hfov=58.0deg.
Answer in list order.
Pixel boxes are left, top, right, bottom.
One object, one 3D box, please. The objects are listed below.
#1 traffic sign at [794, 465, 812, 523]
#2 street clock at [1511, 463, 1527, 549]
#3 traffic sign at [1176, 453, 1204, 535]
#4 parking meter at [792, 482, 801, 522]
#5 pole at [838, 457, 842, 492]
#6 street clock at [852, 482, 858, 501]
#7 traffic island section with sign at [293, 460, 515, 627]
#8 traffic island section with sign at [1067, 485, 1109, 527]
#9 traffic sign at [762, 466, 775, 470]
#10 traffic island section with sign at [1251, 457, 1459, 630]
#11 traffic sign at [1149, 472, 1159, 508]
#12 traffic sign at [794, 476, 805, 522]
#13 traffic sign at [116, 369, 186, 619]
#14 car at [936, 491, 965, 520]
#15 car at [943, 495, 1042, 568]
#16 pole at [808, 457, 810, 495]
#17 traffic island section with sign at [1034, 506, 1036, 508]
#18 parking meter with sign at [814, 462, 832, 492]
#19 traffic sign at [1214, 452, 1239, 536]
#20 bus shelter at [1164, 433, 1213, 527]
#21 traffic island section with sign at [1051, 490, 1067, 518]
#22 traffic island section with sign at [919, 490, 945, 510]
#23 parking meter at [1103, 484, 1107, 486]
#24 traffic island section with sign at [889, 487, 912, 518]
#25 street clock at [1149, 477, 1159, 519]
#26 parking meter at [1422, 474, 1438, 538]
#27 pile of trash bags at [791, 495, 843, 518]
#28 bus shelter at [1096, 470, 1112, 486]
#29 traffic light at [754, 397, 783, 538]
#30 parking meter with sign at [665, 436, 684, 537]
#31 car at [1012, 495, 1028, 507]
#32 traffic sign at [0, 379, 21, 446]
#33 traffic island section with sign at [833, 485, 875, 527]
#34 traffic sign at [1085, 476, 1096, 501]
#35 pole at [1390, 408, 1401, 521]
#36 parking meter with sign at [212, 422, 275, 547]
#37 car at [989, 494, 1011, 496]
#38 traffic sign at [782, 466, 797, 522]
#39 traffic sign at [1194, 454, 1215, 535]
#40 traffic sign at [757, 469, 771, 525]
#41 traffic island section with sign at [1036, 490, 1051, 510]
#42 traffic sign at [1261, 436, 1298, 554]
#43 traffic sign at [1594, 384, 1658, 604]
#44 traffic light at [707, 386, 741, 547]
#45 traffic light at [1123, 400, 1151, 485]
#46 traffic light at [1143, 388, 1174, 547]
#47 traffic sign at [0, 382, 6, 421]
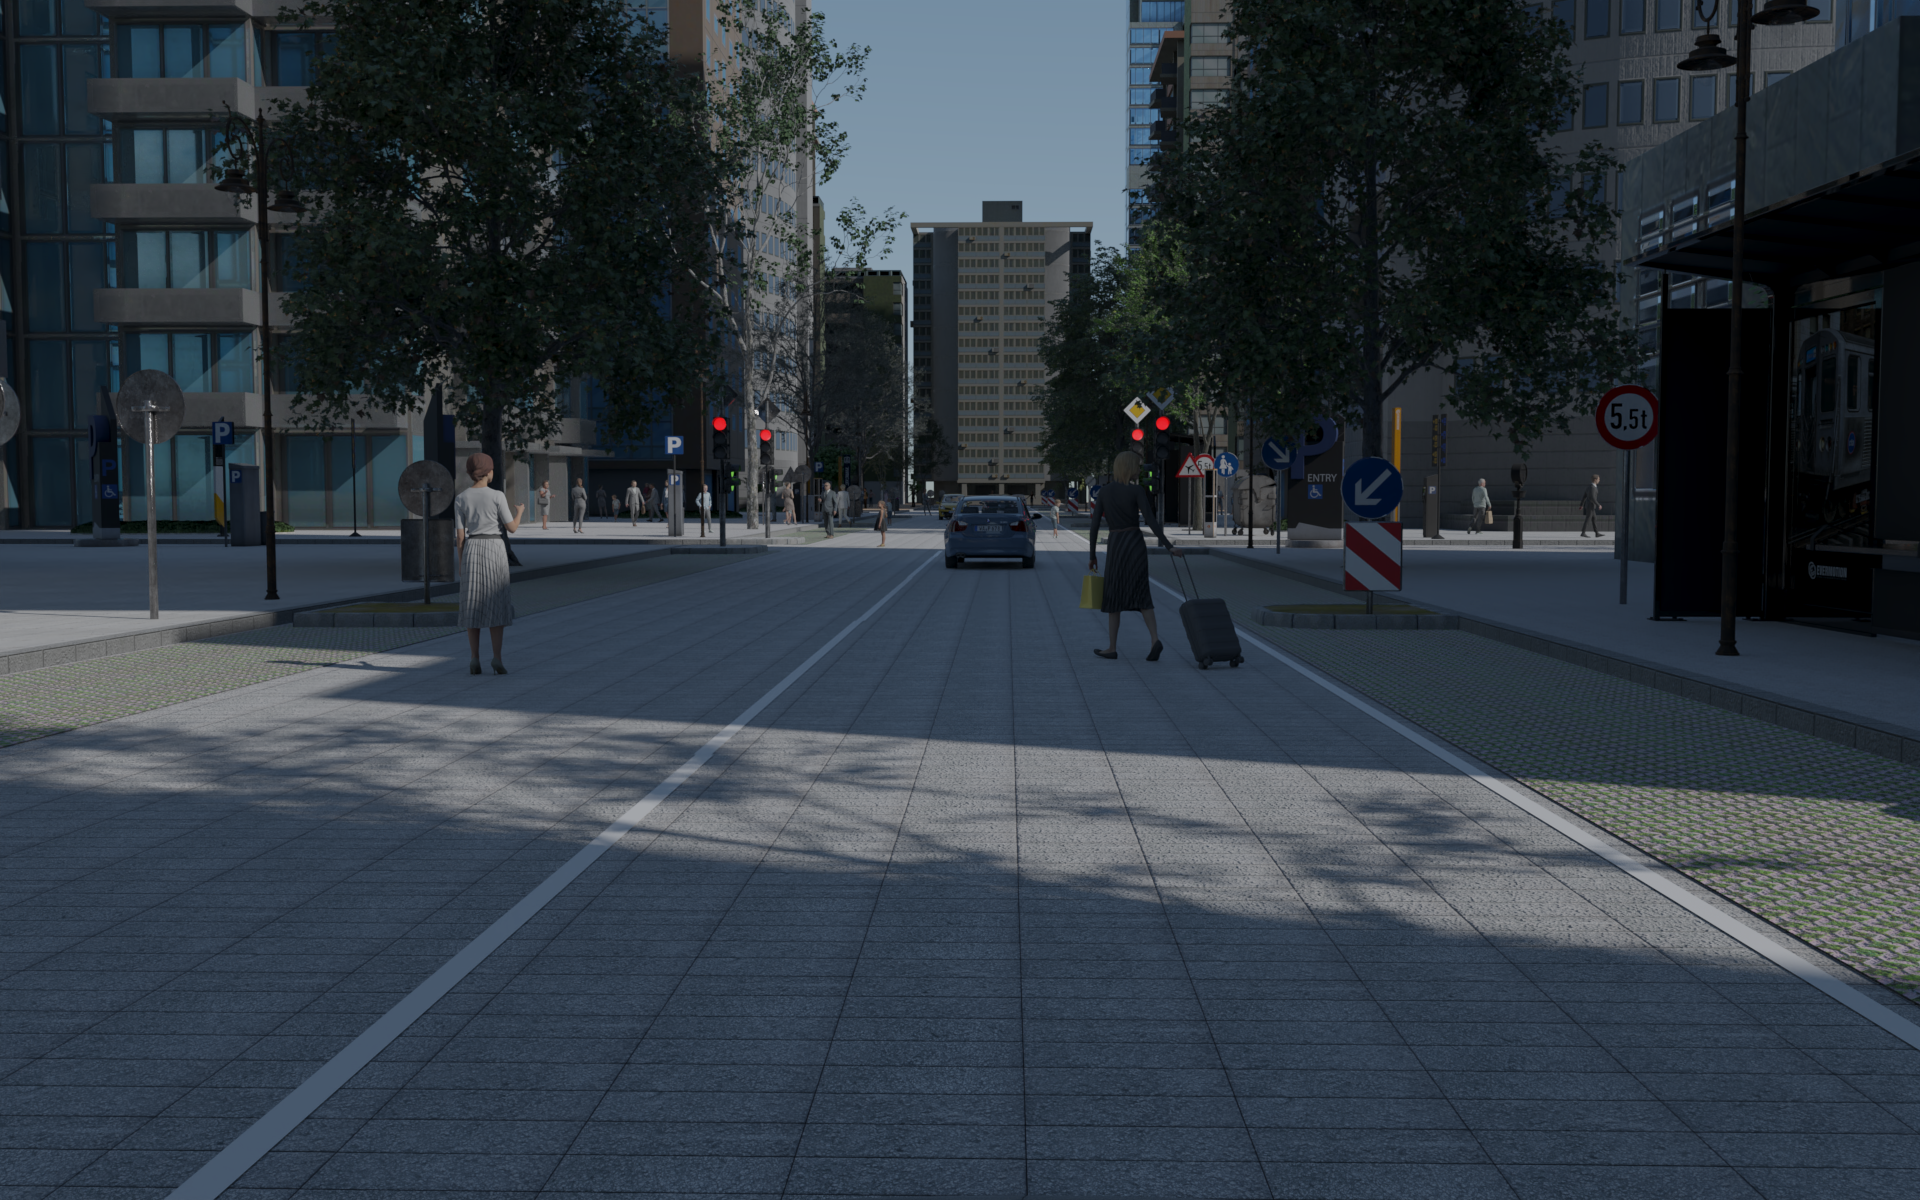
[{"bbox_3d":[-6.872,-4.623,75.699,0.768,2.556,0.104,0,4,4],"label":"traffic sign"},{"bbox_3d":[13.058,-2.197,40.493,0.358,2.002,0.471,3,4,39],"label":"street clock"},{"bbox_3d":[7.200,-3.320,54.294,0.884,2.594,0.081,1,4,11],"label":"traffic sign"},{"bbox_3d":[-7.544,-4.534,79.847,0.399,1.863,0.255,-1,4,-11],"label":"parking meter"},{"bbox_3d":[-6.529,-6.153,94.450,0.158,3.312,0.155,0,3,0],"label":"pole"},{"bbox_3d":[-6.461,-6.253,106.810,0.358,2.002,0.471,1,4,15],"label":"street clock"},{"bbox_3d":[-6.126,-0.661,19.429,1.989,1.847,2.006,0,4,2],"label":"traffic island section with sign"},{"bbox_3d":[5.796,-4.058,74.971,1.989,1.847,2.006,0,4,2],"label":"traffic island section with sign"},{"bbox_3d":[-8.550,-4.712,77.154,0.768,2.556,0.104,0,4,6],"label":"traffic sign"},{"bbox_3d":[4.283,-0.643,19.139,1.989,1.847,2.006,0,4,2],"label":"traffic island section with sign"},{"bbox_3d":[8.282,-4.349,73.228,0.606,2.300,0.079,1,4,9],"label":"traffic sign"},{"bbox_3d":[-7.311,-4.897,80.166,0.768,2.556,0.104,0,4,5],"label":"traffic sign"},{"bbox_3d":[-8.259,-1.075,17.677,0.768,2.556,0.104,0,4,8],"label":"traffic sign"},{"bbox_3d":[-0.325,-5.291,96.738,2.015,1.641,3.980,0,4,1],"label":"car"},{"bbox_3d":[0.643,-1.391,34.738,2.014,1.417,4.499,0,4,3],"label":"car"},{"bbox_3d":[-8.399,-6.247,95.981,0.158,3.312,0.155,0,3,0],"label":"pole"},{"bbox_3d":[8.646,-10.479,179.958,1.989,1.847,2.006,0,4,2],"label":"traffic island section with sign"},{"bbox_3d":[-7.304,-6.014,94.590,0.543,3.016,1.738,1,4,23],"label":"parking meter with sign"},{"bbox_3d":[8.088,-3.216,52.687,0.768,2.556,0.104,0,4,3],"label":"traffic sign"},{"bbox_3d":[8.993,-4.796,69.692,1.731,3.624,6.357,0,4,1],"label":"bus shelter"},{"bbox_3d":[6.556,-5.750,102.641,1.989,1.847,2.006,0,4,2],"label":"traffic island section with sign"},{"bbox_3d":[-2.526,-8.788,152.311,1.989,1.847,2.006,0,4,2],"label":"traffic island section with sign"},{"bbox_3d":[8.153,-5.551,96.474,0.255,1.863,0.399,-3,5,-43],"label":"parking meter"},{"bbox_3d":[-3.858,-5.782,103.171,1.989,1.847,2.006,0,4,2],"label":"traffic island section with sign"},{"bbox_3d":[7.794,-3.986,69.738,0.471,2.002,0.358,2,4,28],"label":"street clock"},{"bbox_3d":[13.805,-2.763,50.880,0.399,1.863,0.255,0,4,-6],"label":"parking meter"},{"bbox_3d":[-7.880,-4.980,91.172,1.912,1.369,3.447,3,4,38],"label":"pile of trash bags"},{"bbox_3d":[10.666,-7.866,122.531,2.014,3.302,5.546,0,4,2],"label":"bus shelter"},{"bbox_3d":[-5.575,-3.753,50.278,0.839,4.253,0.868,0,4,2],"label":"traffic light"},{"bbox_3d":[-8.675,-3.463,52.888,0.543,3.016,1.738,0,4,-7],"label":"parking meter with sign"},{"bbox_3d":[6.284,-10.695,187.224,2.083,1.381,4.827,0,4,2],"label":"car"},{"bbox_3d":[-10.544,-1.144,18.808,0.768,2.556,0.104,1,4,9],"label":"traffic sign"},{"bbox_3d":[-4.600,-4.101,75.673,1.989,1.847,2.006,0,4,2],"label":"traffic island section with sign"},{"bbox_3d":[9.028,-7.318,119.761,0.768,2.556,0.104,0,4,6],"label":"traffic sign"},{"bbox_3d":[10.322,-2.887,41.040,0.158,3.312,0.155,0,3,0],"label":"pole"},{"bbox_3d":[-17.546,-2.830,42.539,0.543,3.016,1.738,1,4,12],"label":"parking meter with sign"},{"bbox_3d":[1.956,-4.711,86.812,2.009,1.686,4.222,0,4,1],"label":"car"},{"bbox_3d":[-7.893,-4.937,80.723,0.884,2.594,0.081,0,4,2],"label":"traffic sign"},{"bbox_3d":[7.706,-3.338,54.687,0.768,2.556,0.104,0,4,6],"label":"traffic sign"},{"bbox_3d":[-8.093,-4.227,71.248,0.606,2.300,0.079,0,4,5],"label":"traffic sign"},{"bbox_3d":[7.901,-8.795,152.425,1.989,1.847,2.006,0,4,2],"label":"traffic island section with sign"},{"bbox_3d":[6.832,-2.263,37.101,0.768,2.556,0.104,1,4,11],"label":"traffic sign"},{"bbox_3d":[7.728,-1.223,20.105,0.768,2.556,0.104,0,4,5],"label":"traffic sign"},{"bbox_3d":[-5.792,-3.265,42.296,0.839,4.253,0.868,0,4,2],"label":"traffic light"},{"bbox_3d":[5.082,-3.736,50.006,0.839,4.253,0.868,0,4,2],"label":"traffic light"},{"bbox_3d":[4.866,-3.248,42.024,0.839,4.253,0.868,0,4,2],"label":"traffic light"},{"bbox_3d":[-9.463,-1.002,16.495,0.768,2.556,0.104,0,4,3],"label":"traffic sign"}]
